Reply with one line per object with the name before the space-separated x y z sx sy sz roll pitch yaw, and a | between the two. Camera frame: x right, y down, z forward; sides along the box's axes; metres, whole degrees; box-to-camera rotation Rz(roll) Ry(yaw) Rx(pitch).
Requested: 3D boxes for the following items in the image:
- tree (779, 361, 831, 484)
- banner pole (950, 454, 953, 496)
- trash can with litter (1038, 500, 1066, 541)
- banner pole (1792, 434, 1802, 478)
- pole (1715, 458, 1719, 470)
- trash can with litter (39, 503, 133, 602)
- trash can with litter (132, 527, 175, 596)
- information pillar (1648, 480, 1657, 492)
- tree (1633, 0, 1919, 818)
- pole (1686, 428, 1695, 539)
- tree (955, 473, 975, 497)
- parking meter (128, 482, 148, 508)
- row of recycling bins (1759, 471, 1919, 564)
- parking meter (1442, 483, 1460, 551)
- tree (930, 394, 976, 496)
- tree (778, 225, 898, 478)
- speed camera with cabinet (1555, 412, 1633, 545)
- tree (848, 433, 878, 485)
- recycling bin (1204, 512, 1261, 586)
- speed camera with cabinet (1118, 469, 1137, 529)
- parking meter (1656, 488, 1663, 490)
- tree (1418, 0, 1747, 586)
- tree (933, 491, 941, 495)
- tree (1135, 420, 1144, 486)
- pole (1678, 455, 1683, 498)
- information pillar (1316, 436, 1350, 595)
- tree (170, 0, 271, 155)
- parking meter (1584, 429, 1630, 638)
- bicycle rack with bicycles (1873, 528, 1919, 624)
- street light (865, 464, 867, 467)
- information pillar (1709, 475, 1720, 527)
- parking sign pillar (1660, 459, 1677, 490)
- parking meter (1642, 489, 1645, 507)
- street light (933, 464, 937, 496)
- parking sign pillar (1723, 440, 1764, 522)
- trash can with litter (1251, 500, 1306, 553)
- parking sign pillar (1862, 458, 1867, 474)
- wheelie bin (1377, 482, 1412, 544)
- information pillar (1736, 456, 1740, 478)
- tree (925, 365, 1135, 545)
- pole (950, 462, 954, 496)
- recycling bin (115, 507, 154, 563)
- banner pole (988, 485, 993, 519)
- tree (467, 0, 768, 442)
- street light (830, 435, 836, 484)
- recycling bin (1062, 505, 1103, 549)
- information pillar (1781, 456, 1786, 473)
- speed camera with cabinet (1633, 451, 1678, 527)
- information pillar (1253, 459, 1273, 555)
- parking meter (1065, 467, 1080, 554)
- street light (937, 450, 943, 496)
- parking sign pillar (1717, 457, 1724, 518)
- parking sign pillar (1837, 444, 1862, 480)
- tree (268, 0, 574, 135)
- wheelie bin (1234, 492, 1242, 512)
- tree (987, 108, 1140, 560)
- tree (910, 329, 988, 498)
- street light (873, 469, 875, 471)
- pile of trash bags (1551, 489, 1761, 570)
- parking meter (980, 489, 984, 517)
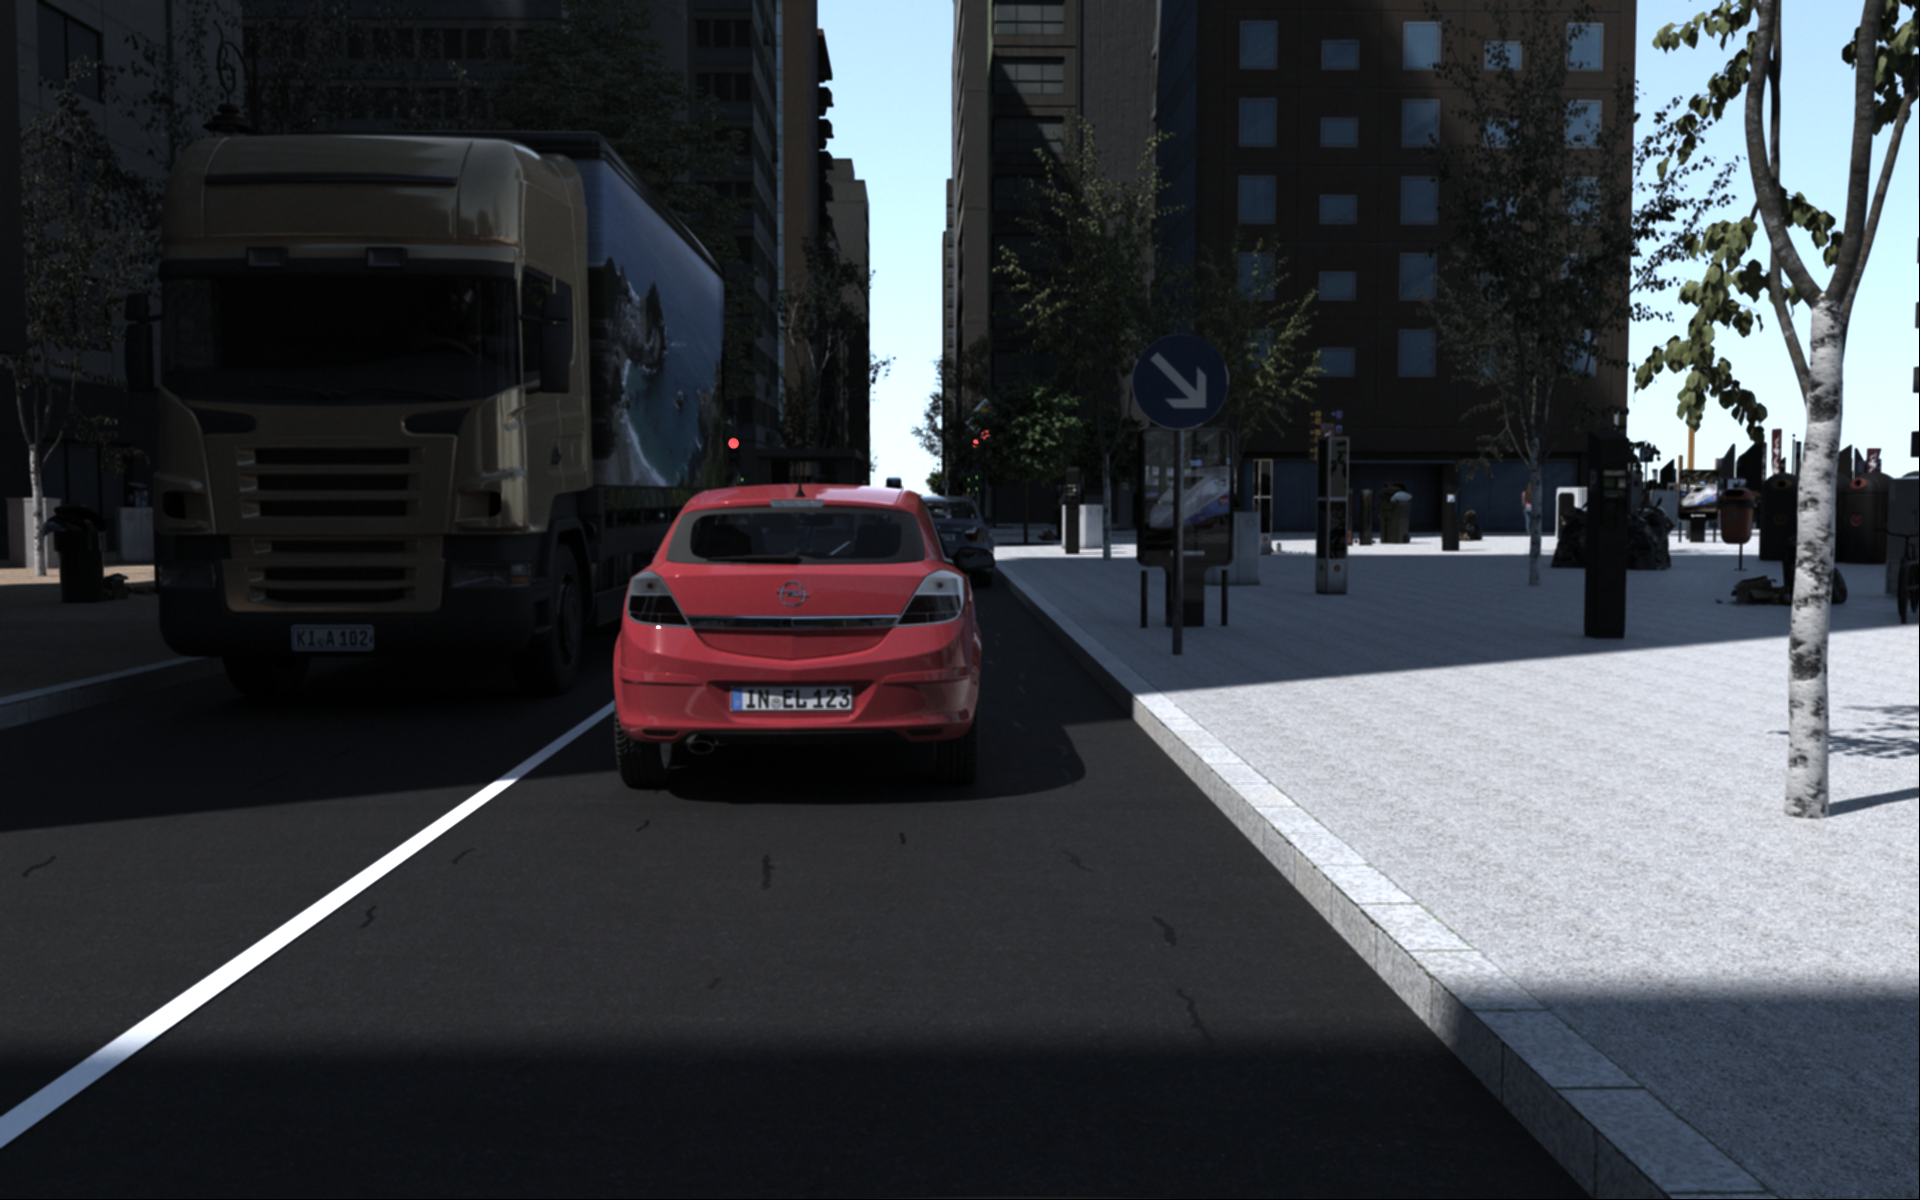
tree | -9.207 -8.944 96.595 4.737 8.622 4.395 0 3 0
banner pole | -0.520 -7.237 108.347 0.401 3.779 0.863 0 4 6
trash can with litter | 2.716 -2.231 47.860 1.055 1.170 0.624 -2 4 -25
banner pole | 34.827 -5.026 72.195 0.863 3.779 0.401 -3 4 -37
pole | 43.029 -6.402 98.516 0.158 3.312 0.155 0 3 0
trash can with litter | -10.450 -0.574 20.769 0.624 1.170 1.055 0 4 4
trash can with litter | -9.947 -0.716 22.766 1.678 1.210 2.233 2 4 26
information pillar | 35.628 -5.177 89.138 0.304 2.012 0.304 -2 4 -26
tree | 3.609 -3.448 6.741 4.737 8.622 4.395 0 3 0
pole | 20.714 -3.380 49.104 0.158 3.312 0.155 0 3 0
tree | 0.116 -8.651 136.044 1.663 3.219 1.824 0 3 0
parking meter | -17.207 -1.705 36.280 0.372 1.533 0.369 0 3 0
row of recycling bins | 16.602 -1.545 32.372 1.069 1.692 3.534 -2 4 -29
parking meter | 11.091 -1.878 39.108 0.372 1.533 0.369 0 3 0
tree | -0.180 -10.672 124.846 4.360 8.622 3.978 0 3 0
tree | -10.956 -16.433 124.575 12.611 20.169 13.585 0 3 0
speed camera with cabinet | 15.199 -2.899 41.730 0.660 3.252 2.038 -1 4 -15
tree | -11.839 -15.811 208.866 4.360 8.622 3.978 0 3 0
recycling bin | 3.814 -0.740 24.652 0.722 1.027 0.722 -1 4 -14
speed camera with cabinet | 6.511 -4.330 65.129 0.660 3.252 2.038 1 4 23
parking meter | 29.327 -3.940 72.836 0.372 1.533 0.369 0 3 0
tree | 8.105 -4.491 23.796 4.360 8.622 3.978 0 3 0
tree | -3.280 -15.088 241.293 1.663 3.219 1.824 0 3 0
tree | 5.300 -4.743 61.259 4.285 4.588 4.351 0 3 0
pole | 37.694 -5.922 90.675 0.158 3.312 0.155 0 3 0
information pillar | 4.766 -1.081 22.173 0.304 2.012 0.304 -1 4 -17
tree | -8.372 -4.319 20.982 4.360 8.622 3.978 0 3 0
parking meter | 5.776 -0.597 15.469 0.255 1.863 0.399 0 4 1
bicycle rack with bicycles | 10.382 -0.233 17.192 2.852 0.926 2.925 3 5 41
street light | -11.853 -15.030 218.534 0.468 5.910 1.993 0 4 -1
information pillar | 29.190 -3.825 67.034 0.304 2.012 0.304 1 4 11
parking sign pillar | 54.278 -8.826 132.771 1.447 3.967 1.447 -1 4 -22
parking meter | 33.912 -4.762 86.271 0.372 1.533 0.369 0 3 0
street light | -2.677 -14.468 209.336 0.468 5.910 1.993 0 4 -1
parking sign pillar | 36.508 -5.599 80.021 1.447 3.967 1.447 -2 4 -28
trash can with litter | 6.623 -1.682 38.565 1.678 1.210 2.233 -1 4 -10
parking sign pillar | 52.862 -6.915 101.539 1.447 3.967 1.447 -3 5 -42
wheelie bin | 11.268 -2.260 44.866 0.693 1.594 0.980 -3 5 -43
information pillar | 47.468 -6.993 105.697 0.183 3.616 0.504 0 4 2
tree | 1.758 -3.677 43.841 4.285 4.588 4.351 0 3 0
pole | -0.506 -7.201 111.575 0.158 3.312 0.155 0 3 0
recycling bin | -15.486 -1.229 32.655 0.722 1.027 0.722 -2 4 -32
banner pole | 1.267 -4.966 71.207 0.401 3.779 0.863 -1 4 -16
tree | -8.413 -7.441 39.782 7.486 12.596 7.792 0 3 0
street light | -9.950 -9.991 136.136 0.468 5.910 1.993 0 4 -1
recycling bin | 2.887 -1.730 40.843 0.722 1.027 0.722 3 5 40
information pillar | 51.281 -7.143 108.135 0.183 3.616 0.504 -3 4 -39
speed camera with cabinet | 27.328 -4.542 68.596 2.038 3.252 0.660 1 4 15
information pillar | 6.400 -1.964 36.608 0.304 2.012 0.304 -1 4 -13
parking meter | 2.410 -1.920 37.099 0.255 1.863 0.399 1 4 12
street light | -1.719 -11.911 167.535 0.468 5.910 1.993 0 4 -1
parking sign pillar | 40.631 -6.328 91.937 1.447 3.967 1.447 -3 5 -43
parking sign pillar | 47.794 -6.464 94.159 1.447 3.967 1.447 -3 5 -42
tree | -7.533 -4.695 27.129 4.360 8.622 3.978 0 3 0
wheelie bin | 4.127 -1.232 28.045 0.693 1.594 0.980 -1 4 -21
tree | 2.742 -5.056 33.034 4.737 8.622 4.395 0 3 0
tree | 0.783 -9.974 97.482 7.601 10.594 8.767 -1 4 -10
street light | -12.936 -17.583 260.267 0.468 5.910 1.993 0 4 -1
pile of trash bags | 11.950 -1.233 29.912 3.447 1.369 1.912 3 5 42
parking meter | 1.262 -5.048 90.946 0.372 1.533 0.369 0 3 0
